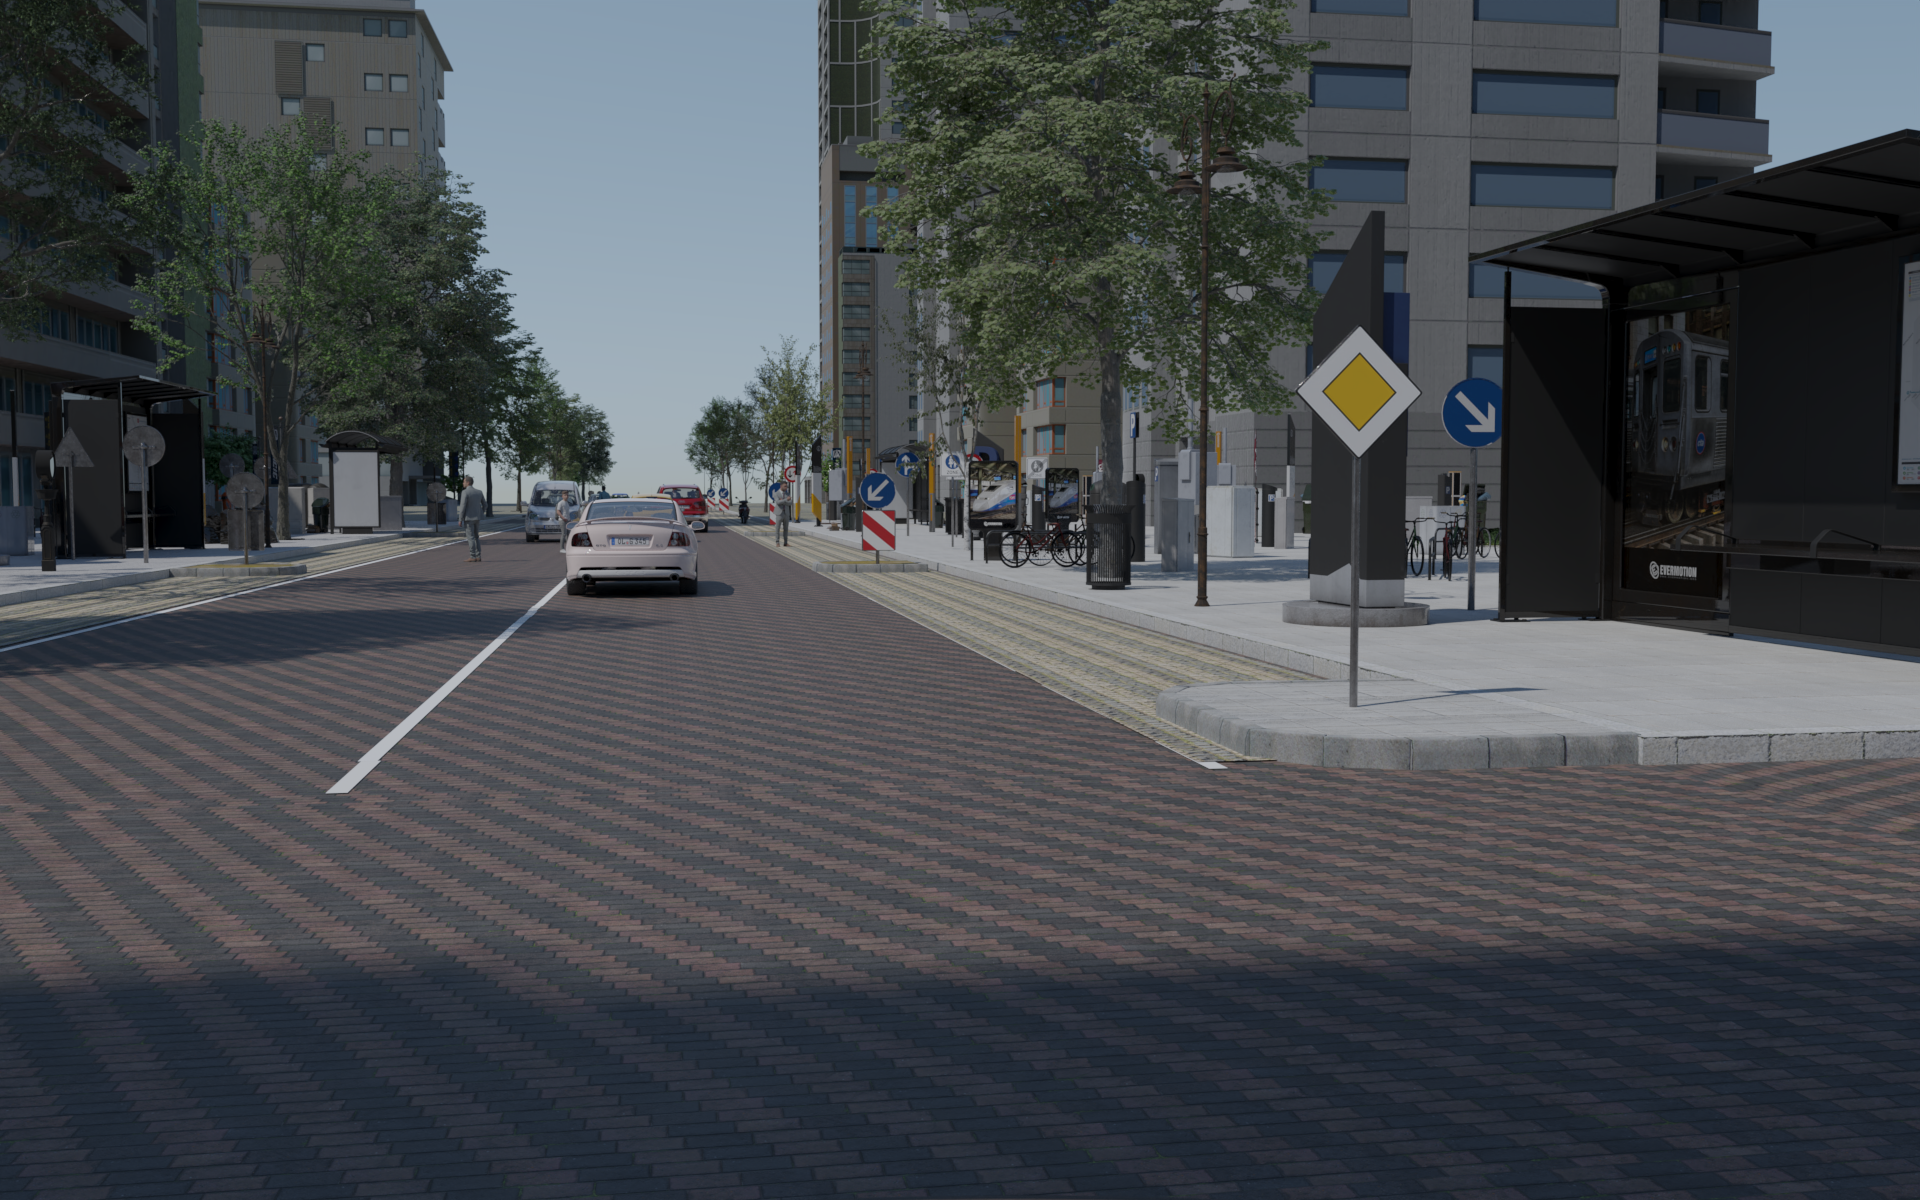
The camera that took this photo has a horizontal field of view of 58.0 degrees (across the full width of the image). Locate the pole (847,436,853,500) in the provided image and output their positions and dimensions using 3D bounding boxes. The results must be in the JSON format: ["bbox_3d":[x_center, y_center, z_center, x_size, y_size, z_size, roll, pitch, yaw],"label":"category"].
[{"bbox_3d":[-3.901,-4.125,61.292,0.158,3.312,0.155,0,3,0],"label":"pole"}]

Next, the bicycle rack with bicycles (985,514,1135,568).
[{"bbox_3d":[1.778,-1.093,31.257,2.925,0.926,2.852,-1,4,-15],"label":"bicycle rack with bicycles"}]

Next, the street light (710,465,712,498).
[{"bbox_3d":[-30.078,-14.469,209.352,0.468,5.910,1.993,-1,4,-10],"label":"street light"}]

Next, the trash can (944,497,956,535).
[{"bbox_3d":[-0.165,-2.629,54.642,0.748,1.137,0.748,0,3,0],"label":"trash can"}]

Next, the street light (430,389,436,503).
[{"bbox_3d":[-22.216,-6.139,73.166,0.468,5.910,1.993,-1,4,-10],"label":"street light"}]

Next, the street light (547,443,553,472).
[{"bbox_3d":[-35.498,-10.835,149.934,0.468,5.910,1.993,-1,4,-10],"label":"street light"}]

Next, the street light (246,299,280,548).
[{"bbox_3d":[-16.536,-4.186,41.221,0.468,5.910,1.993,-1,4,-10],"label":"street light"}]

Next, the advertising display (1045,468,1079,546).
[{"bbox_3d":[2.506,-2.281,42.515,0.974,1.923,0.123,-2,4,-34],"label":"advertising display"}]

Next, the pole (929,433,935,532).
[{"bbox_3d":[-0.936,-3.932,58.136,0.158,3.312,0.155,0,3,0],"label":"pole"}]

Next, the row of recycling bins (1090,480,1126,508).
[{"bbox_3d":[4.343,-2.636,50.218,1.069,1.692,3.534,1,4,9],"label":"row of recycling bins"}]

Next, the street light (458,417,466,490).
[{"bbox_3d":[-24.090,-6.802,84.007,0.468,5.910,1.993,-1,4,-10],"label":"street light"}]

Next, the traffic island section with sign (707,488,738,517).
[{"bbox_3d":[-14.960,-6.119,108.673,1.989,1.847,2.006,-1,4,-10],"label":"traffic island section with sign"}]

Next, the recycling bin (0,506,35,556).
[{"bbox_3d":[-19.806,-1.444,36.166,0.722,1.027,0.722,-1,4,-17],"label":"recycling bin"}]

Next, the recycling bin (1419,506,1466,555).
[{"bbox_3d":[10.210,-1.475,36.664,0.722,1.027,0.722,-1,4,-12],"label":"recycling bin"}]

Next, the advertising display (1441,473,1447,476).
[{"bbox_3d":[14.968,-2.961,53.632,0.123,1.923,0.974,1,4,12],"label":"advertising display"}]

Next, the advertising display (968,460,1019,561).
[{"bbox_3d":[0.642,-1.716,33.277,0.974,1.923,0.123,1,4,16],"label":"advertising display"}]

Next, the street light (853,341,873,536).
[{"bbox_3d":[-2.916,-4.859,52.234,0.468,5.910,1.993,-1,4,-10],"label":"street light"}]

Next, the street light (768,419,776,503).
[{"bbox_3d":[-10.198,-7.453,94.643,0.468,5.910,1.993,-1,4,-10],"label":"street light"}]

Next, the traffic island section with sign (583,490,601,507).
[{"bbox_3d":[-40.071,-10.998,188.445,1.989,1.847,2.006,-1,4,-10],"label":"traffic island section with sign"}]

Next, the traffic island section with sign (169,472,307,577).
[{"bbox_3d":[-12.748,-1.353,30.756,1.989,1.847,2.006,-1,4,-10],"label":"traffic island section with sign"}]

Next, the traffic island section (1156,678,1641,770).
[{"bbox_3d":[2.389,0.724,10.451,2.009,0.180,2.903,-1,4,-10],"label":"traffic island section"}]

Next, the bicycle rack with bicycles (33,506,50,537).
[{"bbox_3d":[-27.782,-2.262,50.361,2.852,0.926,2.925,-2,4,-25],"label":"bicycle rack with bicycles"}]

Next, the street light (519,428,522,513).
[{"bbox_3d":[-29.795,-8.843,117.370,0.468,5.910,1.993,-1,4,-10],"label":"street light"}]

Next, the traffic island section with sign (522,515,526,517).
[{"bbox_3d":[-25.926,-6.007,106.840,1.989,1.847,2.006,-1,4,-10],"label":"traffic island section with sign"}]

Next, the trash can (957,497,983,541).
[{"bbox_3d":[0.355,-2.216,47.883,0.748,1.137,0.748,0,3,0],"label":"trash can"}]

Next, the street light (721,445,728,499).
[{"bbox_3d":[-21.489,-11.439,159.815,0.468,5.910,1.993,-1,4,-10],"label":"street light"}]

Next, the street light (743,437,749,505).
[{"bbox_3d":[-15.773,-9.459,127.449,0.468,5.910,1.993,-1,4,-10],"label":"street light"}]

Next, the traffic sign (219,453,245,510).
[{"bbox_3d":[-22.794,-3.312,54.253,0.768,2.556,0.104,0,4,-5],"label":"traffic sign"}]

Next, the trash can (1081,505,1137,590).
[{"bbox_3d":[2.001,-0.713,23.308,0.748,1.137,0.748,0,3,0],"label":"trash can"}]

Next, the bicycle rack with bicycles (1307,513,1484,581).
[{"bbox_3d":[6.577,-0.830,26.954,2.852,0.926,2.925,1,4,18],"label":"bicycle rack with bicycles"}]

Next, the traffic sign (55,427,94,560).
[{"bbox_3d":[-17.213,-2.052,33.547,0.884,2.594,0.081,0,4,0],"label":"traffic sign"}]

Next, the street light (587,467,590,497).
[{"bbox_3d":[-49.400,-15.770,230.631,0.468,5.910,1.993,-1,4,-10],"label":"street light"}]

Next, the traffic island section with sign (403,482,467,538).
[{"bbox_3d":[-17.402,-2.998,57.642,1.989,1.847,2.006,-1,4,-10],"label":"traffic island section with sign"}]

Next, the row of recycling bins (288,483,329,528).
[{"bbox_3d":[-24.890,-3.585,65.730,1.069,1.692,3.534,-3,5,-42],"label":"row of recycling bins"}]

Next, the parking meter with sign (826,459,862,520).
[{"bbox_3d":[-5.735,-5.456,85.468,1.738,3.016,0.543,0,4,1],"label":"parking meter with sign"}]

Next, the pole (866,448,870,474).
[{"bbox_3d":[-4.083,-5.098,77.203,0.158,3.312,0.155,0,3,0],"label":"pole"}]

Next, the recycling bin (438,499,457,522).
[{"bbox_3d":[-23.954,-4.175,80.815,0.722,1.027,0.722,1,4,18],"label":"recycling bin"}]

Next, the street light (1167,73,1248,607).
[{"bbox_3d":[2.766,-2.864,19.610,0.468,5.910,1.993,-1,4,-10],"label":"street light"}]

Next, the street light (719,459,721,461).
[{"bbox_3d":[-24.384,-12.507,177.278,0.468,5.910,1.993,-1,4,-10],"label":"street light"}]

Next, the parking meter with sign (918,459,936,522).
[{"bbox_3d":[-1.555,-5.074,79.226,0.543,3.016,1.738,1,4,11],"label":"parking meter with sign"}]

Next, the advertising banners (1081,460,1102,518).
[{"bbox_3d":[6.326,-5.562,87.123,2.074,3.025,0.090,1,4,12],"label":"advertising banners"}]

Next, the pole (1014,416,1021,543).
[{"bbox_3d":[1.505,-3.135,45.104,0.158,3.312,0.155,0,3,0],"label":"pole"}]

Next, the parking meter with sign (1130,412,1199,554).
[{"bbox_3d":[4.538,-2.492,37.002,1.738,3.016,0.543,0,4,-6],"label":"parking meter with sign"}]

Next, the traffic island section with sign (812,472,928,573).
[{"bbox_3d":[-1.727,-1.446,32.278,1.989,1.847,2.006,-1,4,-10],"label":"traffic island section with sign"}]

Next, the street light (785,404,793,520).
[{"bbox_3d":[-8.279,-6.816,84.233,0.468,5.910,1.993,-1,4,-10],"label":"street light"}]

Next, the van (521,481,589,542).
[{"bbox_3d":[-12.393,-2.818,53.088,2.013,2.044,4.112,-1,4,-11],"label":"van"}]

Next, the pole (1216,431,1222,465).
[{"bbox_3d":[8.409,-3.823,56.349,0.158,3.312,0.155,0,3,0],"label":"pole"}]

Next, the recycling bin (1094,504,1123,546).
[{"bbox_3d":[3.681,-1.791,41.834,0.722,1.027,0.722,-1,4,-19],"label":"recycling bin"}]

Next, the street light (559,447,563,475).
[{"bbox_3d":[-38.171,-11.795,165.641,0.468,5.910,1.993,-1,4,-10],"label":"street light"}]

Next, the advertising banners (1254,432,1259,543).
[{"bbox_3d":[7.838,-3.034,45.786,0.090,3.025,2.074,0,4,8],"label":"advertising banners"}]

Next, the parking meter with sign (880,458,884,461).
[{"bbox_3d":[-3.425,-5.225,81.682,0.543,3.016,1.738,-1,4,-9],"label":"parking meter with sign"}]

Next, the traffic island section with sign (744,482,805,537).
[{"bbox_3d":[-6.358,-3.084,59.057,1.989,1.847,2.006,-1,4,-10],"label":"traffic island section with sign"}]

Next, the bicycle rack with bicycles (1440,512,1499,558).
[{"bbox_3d":[10.410,-1.266,34.083,2.925,0.926,2.852,-3,5,-42],"label":"bicycle rack with bicycles"}]
